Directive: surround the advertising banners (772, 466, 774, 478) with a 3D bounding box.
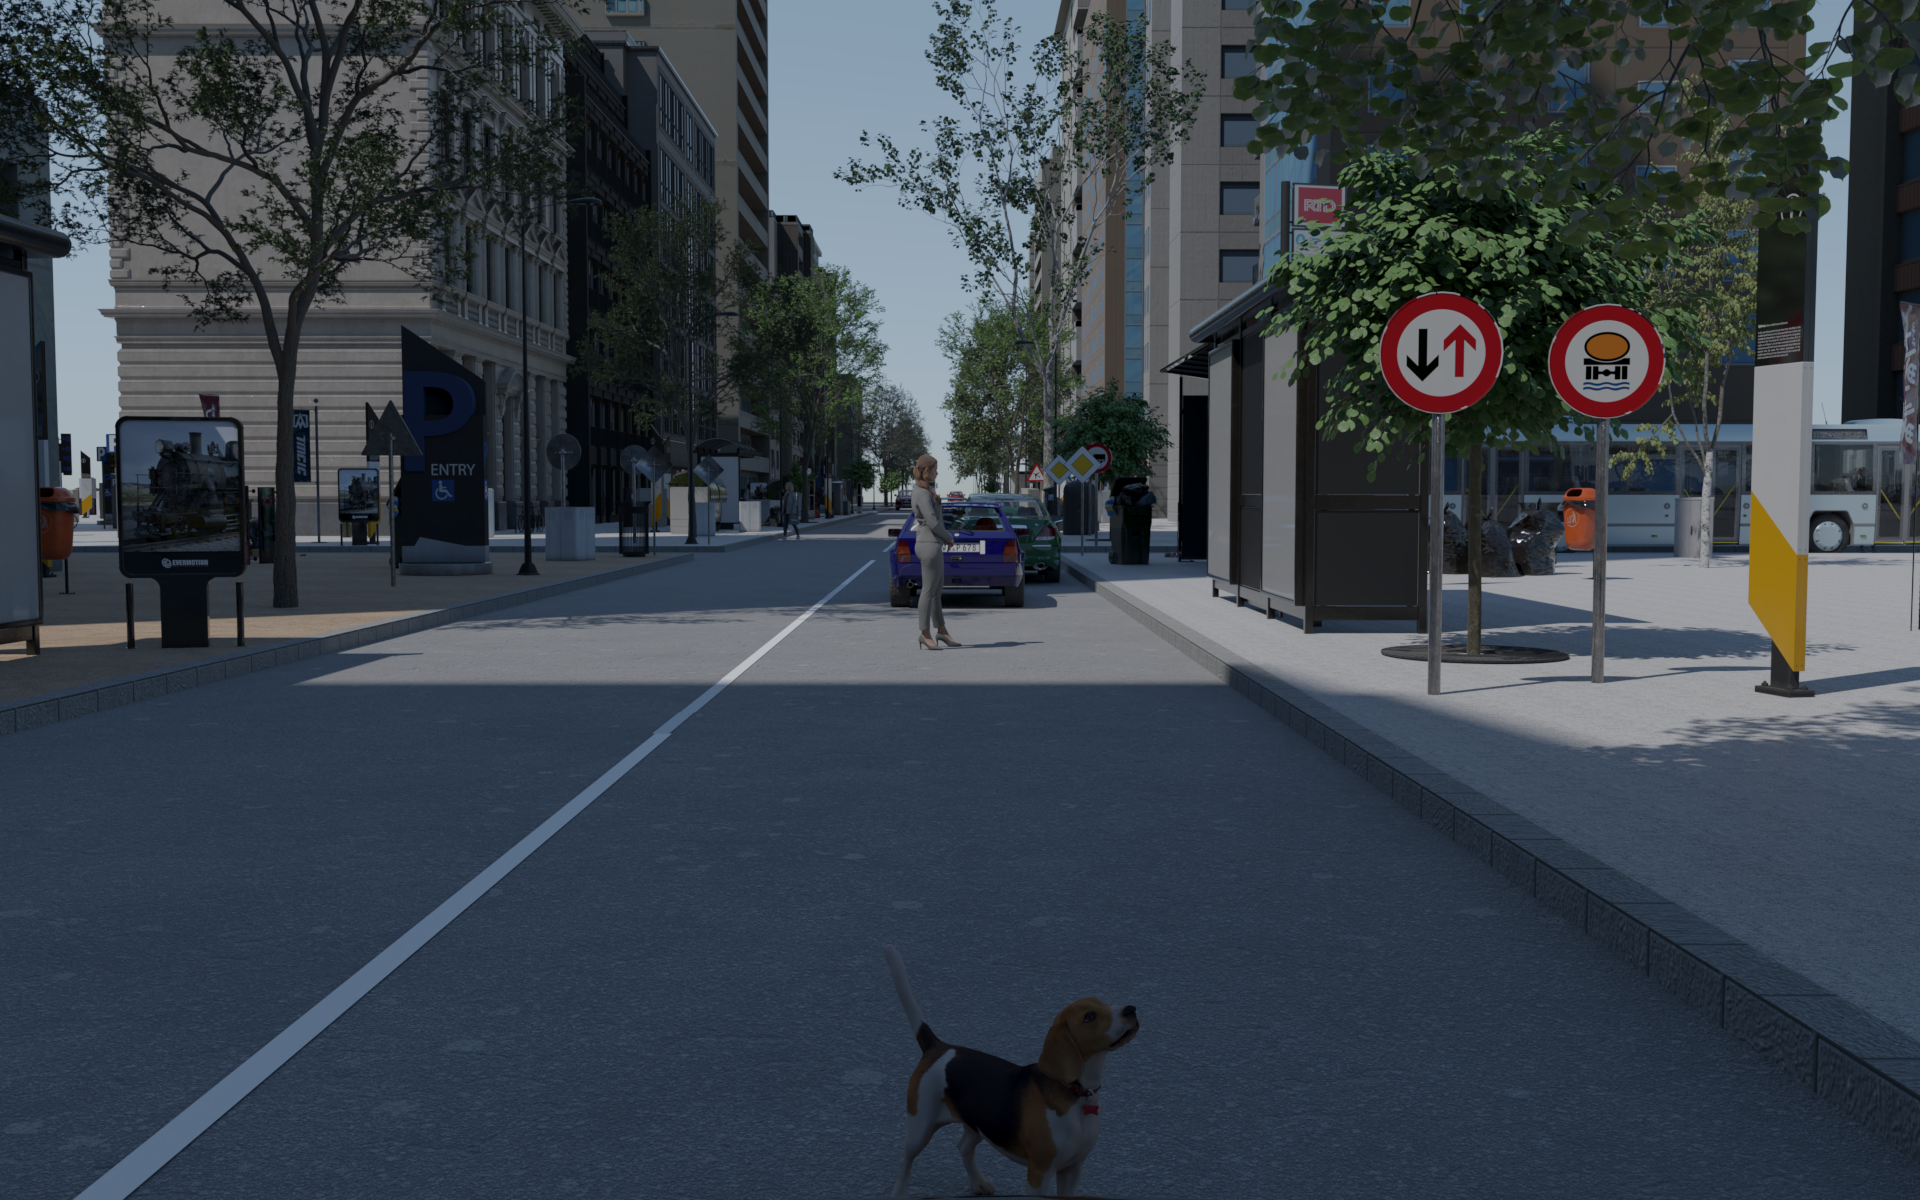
[{"bbox_3d":[-11.614,-6.722,106.091,0.090,3.025,2.074,0,4,7],"label":"advertising banners"}]

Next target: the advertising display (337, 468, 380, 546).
[{"bbox_3d":[-14.958,-2.317,43.094,0.974,1.923,0.123,-1,4,-23],"label":"advertising display"}]

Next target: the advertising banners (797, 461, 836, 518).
[{"bbox_3d":[-7.673,-5.875,92.249,2.074,3.025,0.090,0,4,-6],"label":"advertising banners"}]

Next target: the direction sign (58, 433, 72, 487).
[{"bbox_3d":[-33.583,-4.439,64.578,0.876,3.537,0.379,-2,4,-34],"label":"direction sign"}]

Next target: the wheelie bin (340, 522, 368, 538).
[{"bbox_3d":[-17.883,-2.640,51.077,0.980,1.594,0.693,0,4,3],"label":"wheelie bin"}]

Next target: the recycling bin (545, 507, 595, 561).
[{"bbox_3d":[-7.549,-1.284,33.550,0.722,1.027,0.722,1,4,18],"label":"recycling bin"}]

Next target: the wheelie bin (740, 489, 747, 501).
[{"bbox_3d":[-13.260,-5.917,104.648,0.980,1.594,0.693,1,4,15],"label":"wheelie bin"}]

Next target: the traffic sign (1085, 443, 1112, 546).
[{"bbox_3d":[3.382,-2.618,42.913,0.768,2.556,0.104,0,4,4],"label":"traffic sign"}]

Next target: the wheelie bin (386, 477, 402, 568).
[{"bbox_3d":[-9.444,-1.353,30.028,0.693,1.594,0.980,1,4,22],"label":"wheelie bin"}]

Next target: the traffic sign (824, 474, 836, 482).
[{"bbox_3d":[-8.119,-6.612,108.218,0.768,2.556,0.104,0,4,8],"label":"traffic sign"}]

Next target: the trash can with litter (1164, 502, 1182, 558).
[{"bbox_3d":[5.042,-1.481,35.273,2.233,1.210,1.678,-2,4,-28],"label":"trash can with litter"}]

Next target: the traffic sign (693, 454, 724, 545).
[{"bbox_3d":[-6.379,-2.466,43.969,0.795,2.450,0.064,0,4,0],"label":"traffic sign"}]

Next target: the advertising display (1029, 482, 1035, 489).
[{"bbox_3d":[3.948,-5.486,94.904,0.123,1.923,0.974,0,4,-8],"label":"advertising display"}]

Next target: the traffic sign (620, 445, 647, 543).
[{"bbox_3d":[-8.480,-2.751,45.092,0.768,2.556,0.104,1,4,9],"label":"traffic sign"}]

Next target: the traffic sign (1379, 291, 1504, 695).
[{"bbox_3d":[3.033,-0.667,11.004,0.768,2.556,0.104,0,4,6],"label":"traffic sign"}]

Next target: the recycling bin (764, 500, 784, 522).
[{"bbox_3d":[-7.755,-3.610,71.578,0.722,1.027,0.722,-3,5,-39],"label":"recycling bin"}]

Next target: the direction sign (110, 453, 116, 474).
[{"bbox_3d":[-33.411,-4.714,69.067,0.876,3.537,0.379,0,4,-6],"label":"direction sign"}]

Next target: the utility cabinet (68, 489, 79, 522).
[{"bbox_3d":[-40.111,-4.228,77.809,1.173,1.500,0.318,2,4,27],"label":"utility cabinet"}]

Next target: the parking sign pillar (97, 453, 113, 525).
[{"bbox_3d":[-35.417,-5.142,72.543,1.447,3.967,1.447,0,4,-2],"label":"parking sign pillar"}]

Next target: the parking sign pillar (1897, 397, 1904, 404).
[{"bbox_3d":[26.415,-3.625,47.747,1.447,3.967,1.447,-3,4,-36],"label":"parking sign pillar"}]

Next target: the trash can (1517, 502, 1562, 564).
[{"bbox_3d":[10.139,-1.143,30.342,0.748,1.137,0.748,0,3,0],"label":"trash can"}]

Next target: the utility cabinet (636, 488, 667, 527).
[{"bbox_3d":[-11.921,-3.563,66.939,1.173,1.500,0.318,-3,4,-38],"label":"utility cabinet"}]

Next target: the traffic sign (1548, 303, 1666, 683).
[{"bbox_3d":[4.332,-0.709,11.693,0.768,2.556,0.104,0,4,5],"label":"traffic sign"}]

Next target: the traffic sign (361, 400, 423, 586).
[{"bbox_3d":[-7.874,-1.467,23.995,0.884,2.594,0.081,0,4,7],"label":"traffic sign"}]

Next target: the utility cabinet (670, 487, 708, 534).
[{"bbox_3d":[-8.632,-2.846,55.216,1.173,1.500,0.318,-1,4,-12],"label":"utility cabinet"}]

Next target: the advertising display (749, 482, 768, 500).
[{"bbox_3d":[-10.702,-5.315,92.116,0.974,1.923,0.123,-1,4,-14],"label":"advertising display"}]

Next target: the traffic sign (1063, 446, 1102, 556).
[{"bbox_3d":[2.540,-1.979,35.992,0.795,2.450,0.064,0,4,0],"label":"traffic sign"}]

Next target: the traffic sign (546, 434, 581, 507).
[{"bbox_3d":[-8.372,-2.229,36.556,0.768,2.556,0.104,1,4,9],"label":"traffic sign"}]

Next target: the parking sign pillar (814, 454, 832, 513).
[{"bbox_3d":[-9.040,-7.776,115.604,1.447,3.967,1.447,-1,4,-13],"label":"parking sign pillar"}]

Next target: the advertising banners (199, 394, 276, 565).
[{"bbox_3d":[-12.980,-2.143,31.225,0.090,3.025,2.074,1,4,15],"label":"advertising banners"}]

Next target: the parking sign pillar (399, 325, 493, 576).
[{"bbox_3d":[-8.239,-2.397,27.668,1.447,3.967,1.447,0,4,-7],"label":"parking sign pillar"}]

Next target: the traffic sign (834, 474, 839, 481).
[{"bbox_3d":[-7.898,-6.682,109.260,0.884,2.594,0.081,0,4,5],"label":"traffic sign"}]

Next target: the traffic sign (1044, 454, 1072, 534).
[{"bbox_3d":[2.515,-2.467,43.977,0.795,2.450,0.064,0,4,0],"label":"traffic sign"}]

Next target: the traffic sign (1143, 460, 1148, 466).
[{"bbox_3d":[5.164,-3.079,50.345,0.884,2.594,0.081,0,4,2],"label":"traffic sign"}]

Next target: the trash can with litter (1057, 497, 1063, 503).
[{"bbox_3d":[4.197,-3.549,69.410,1.055,1.170,0.624,3,5,39],"label":"trash can with litter"}]

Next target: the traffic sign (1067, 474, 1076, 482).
[{"bbox_3d":[5.189,-4.788,78.397,0.768,2.556,0.104,0,4,7],"label":"traffic sign"}]

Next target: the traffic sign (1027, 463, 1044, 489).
[{"bbox_3d":[3.234,-4.469,73.069,0.884,2.594,0.081,0,4,2],"label":"traffic sign"}]

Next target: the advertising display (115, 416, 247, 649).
[{"bbox_3d":[-6.473,-0.564,14.429,0.974,1.923,0.123,-1,4,-15],"label":"advertising display"}]

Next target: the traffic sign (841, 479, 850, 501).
[{"bbox_3d":[-7.581,-6.892,114.809,0.606,2.300,0.079,0,4,8],"label":"traffic sign"}]

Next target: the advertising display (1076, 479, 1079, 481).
[{"bbox_3d":[5.108,-4.214,74.107,0.123,1.923,0.974,1,4,15],"label":"advertising display"}]

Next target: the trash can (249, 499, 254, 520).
[{"bbox_3d":[-19.294,-2.126,46.407,0.748,1.137,0.748,0,3,0],"label":"trash can"}]

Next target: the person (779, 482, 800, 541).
[{"bbox_3d":[-5.103,-2.683,52.544,0.728,1.800,0.709,-3,5,-45],"label":"person"}]

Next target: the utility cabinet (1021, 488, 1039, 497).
[{"bbox_3d":[2.717,-3.554,66.782,0.318,1.500,1.173,2,4,23],"label":"utility cabinet"}]

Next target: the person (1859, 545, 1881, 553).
[{"bbox_3d":[21.831,-2.005,41.460,0.526,1.800,0.537,2,4,24],"label":"person"}]

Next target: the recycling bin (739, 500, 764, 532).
[{"bbox_3d":[-7.122,-2.829,58.816,0.722,1.027,0.722,0,4,-5],"label":"recycling bin"}]

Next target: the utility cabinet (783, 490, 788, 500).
[{"bbox_3d":[-7.925,-4.306,79.079,0.318,1.500,1.173,-1,4,-21],"label":"utility cabinet"}]

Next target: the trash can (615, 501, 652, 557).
[{"bbox_3d":[-6.657,-1.449,35.347,0.748,1.137,0.748,0,3,0],"label":"trash can"}]

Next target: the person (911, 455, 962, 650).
[{"bbox_3d":[-0.186,-0.439,15.952,0.573,1.790,0.520,-1,4,-22],"label":"person"}]

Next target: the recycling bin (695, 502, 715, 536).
[{"bbox_3d":[-7.850,-2.470,52.931,0.722,1.027,0.722,-1,4,-9],"label":"recycling bin"}]

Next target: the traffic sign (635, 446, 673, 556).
[{"bbox_3d":[-6.354,-1.978,35.984,0.795,2.450,0.064,0,4,0],"label":"traffic sign"}]

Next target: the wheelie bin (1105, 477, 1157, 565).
[{"bbox_3d":[3.145,-1.448,31.575,0.980,1.594,0.693,-1,4,-20],"label":"wheelie bin"}]

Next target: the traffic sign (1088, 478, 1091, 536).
[{"bbox_3d":[3.992,-3.247,53.190,0.768,2.556,0.104,1,4,9],"label":"traffic sign"}]

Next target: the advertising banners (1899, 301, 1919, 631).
[{"bbox_3d":[9.281,-1.239,16.453,2.074,3.025,0.090,-3,5,-41],"label":"advertising banners"}]
